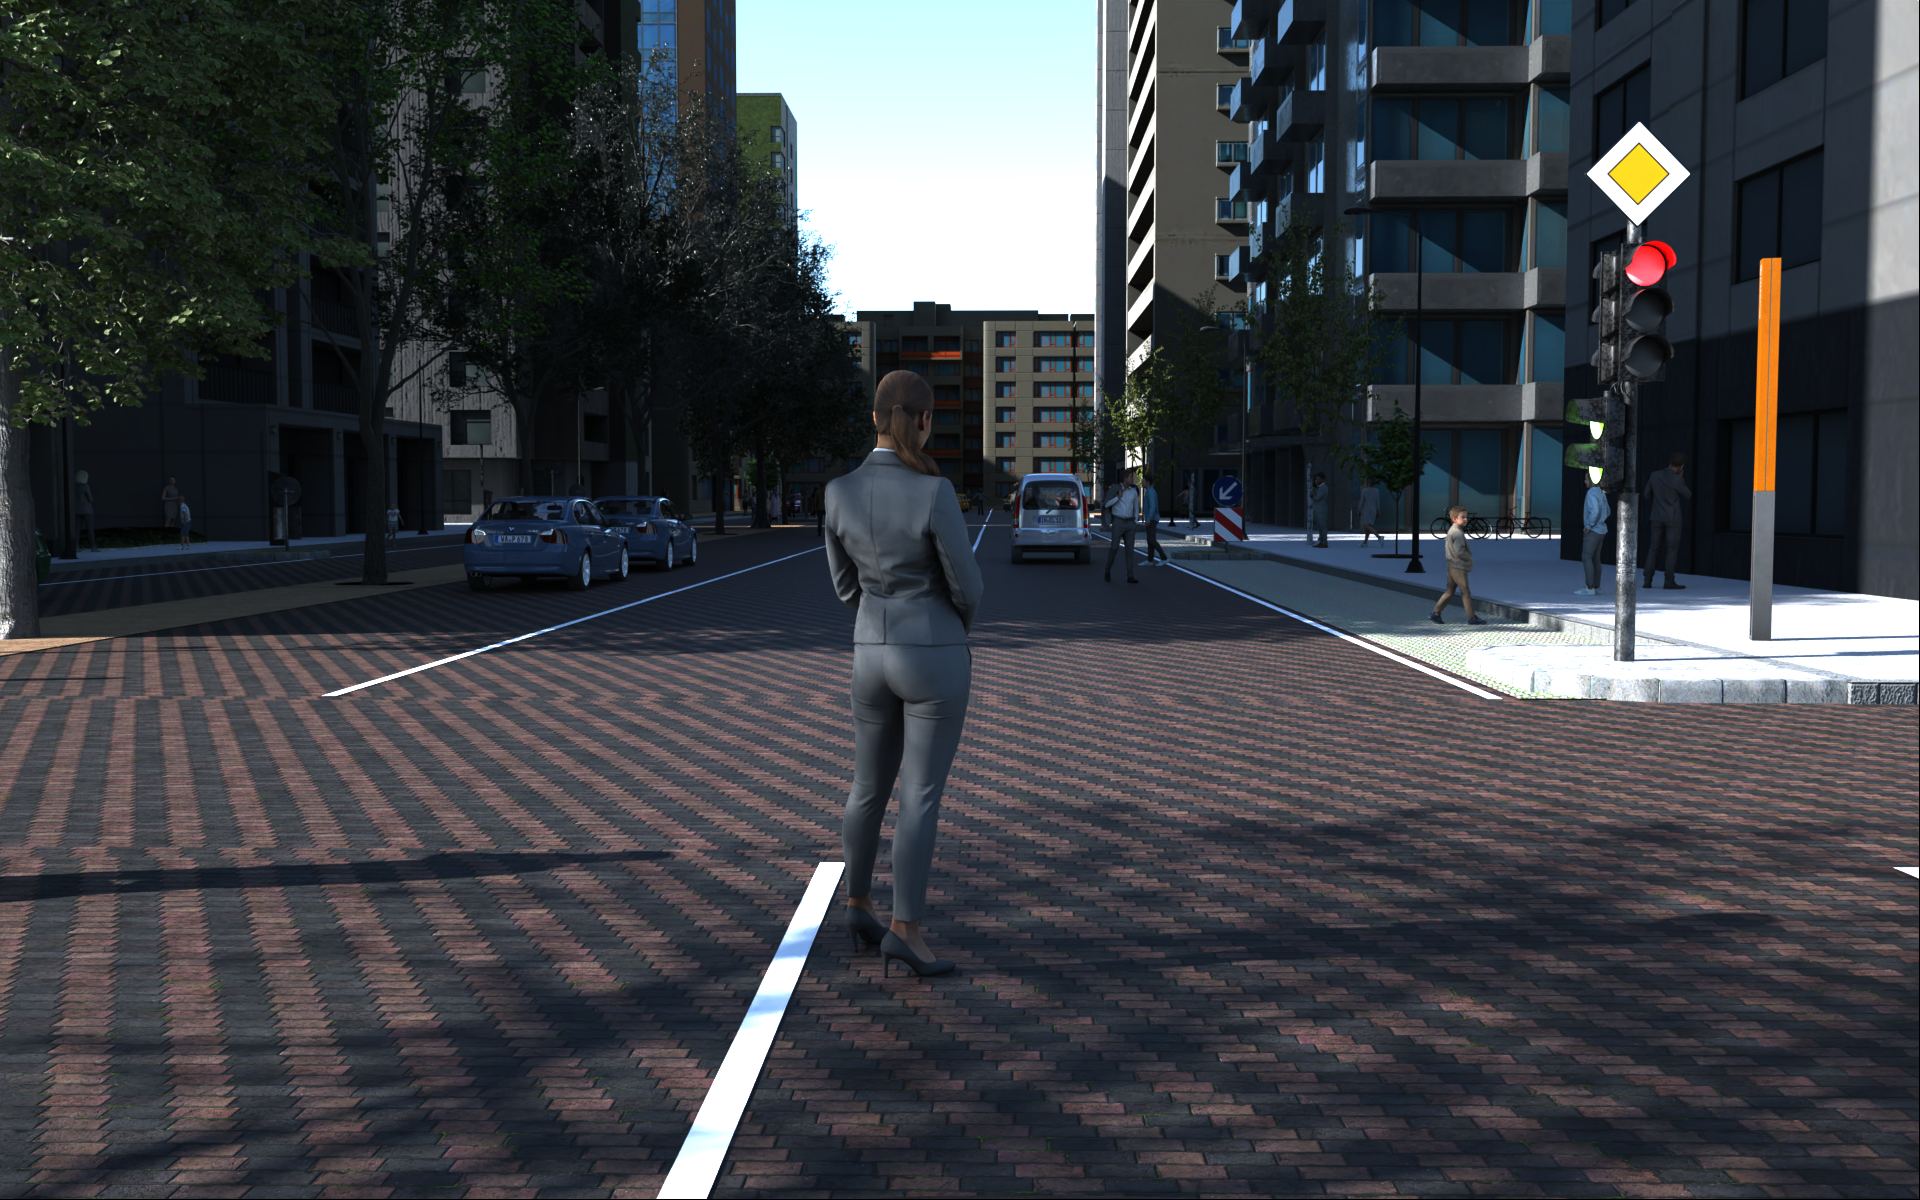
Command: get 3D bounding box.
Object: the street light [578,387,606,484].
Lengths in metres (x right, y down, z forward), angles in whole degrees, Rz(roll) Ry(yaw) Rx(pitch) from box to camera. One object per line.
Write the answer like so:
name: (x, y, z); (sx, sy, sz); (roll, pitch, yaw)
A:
street light: (-16.023, -6.294, 75.442); (1.470, 5.913, 1.316); (0, 4, 1)

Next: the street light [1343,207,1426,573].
street light: (6.900, -3.401, 28.156); (1.470, 5.913, 1.316); (0, 4, 1)

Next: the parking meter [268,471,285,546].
parking meter: (-16.942, -2.282, 43.027); (0.399, 1.863, 0.255); (0, 4, -4)

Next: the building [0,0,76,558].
building: (-29.149, -24.488, 24.085); (21.300, 48.544, 21.600); (0, 4, 1)

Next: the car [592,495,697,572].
car: (-6.202, -1.301, 33.282); (2.014, 1.417, 4.499); (0, 4, 1)

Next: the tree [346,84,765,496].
tree: (-9.157, -6.129, 37.085); (8.767, 10.594, 7.601); (0, 4, 1)

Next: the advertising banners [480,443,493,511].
advertising banners: (-16.641, -3.952, 60.810); (0.090, 3.025, 2.074); (0, 4, -5)

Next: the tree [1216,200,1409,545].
tree: (8.868, -5.685, 43.307); (4.737, 8.622, 4.395); (0, 3, 0)

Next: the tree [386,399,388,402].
tree: (-25.468, -7.395, 71.273); (4.360, 8.622, 3.978); (0, 3, 0)

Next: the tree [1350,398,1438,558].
tree: (8.699, -2.469, 34.965); (1.663, 3.219, 1.824); (0, 3, 0)

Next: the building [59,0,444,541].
building: (-28.704, -37.741, 55.319); (20.563, 71.187, 20.611); (0, 4, 1)

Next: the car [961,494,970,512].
car: (-0.169, -7.944, 140.104); (2.015, 1.641, 3.980); (0, 4, -1)

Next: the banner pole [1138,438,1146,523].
banner pole: (8.247, -5.358, 77.618); (0.401, 3.779, 0.863); (1, 4, 15)

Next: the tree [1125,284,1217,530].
tree: (8.174, -6.785, 61.290); (4.737, 8.622, 4.395); (0, 3, 0)

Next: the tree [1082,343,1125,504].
tree: (8.549, -8.081, 82.494); (4.737, 8.622, 4.395); (0, 3, 0)

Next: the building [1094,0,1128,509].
building: (22.088, -37.071, 148.114); (21.231, 58.520, 28.212); (0, 4, 1)

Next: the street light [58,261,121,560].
street light: (-17.018, -3.753, 33.908); (1.470, 5.913, 1.316); (0, 4, 1)

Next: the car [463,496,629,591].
car: (-6.391, -0.918, 27.005); (2.014, 1.417, 4.499); (0, 4, 1)

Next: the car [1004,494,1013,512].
car: (4.541, -8.017, 141.301); (2.015, 1.641, 3.980); (0, 4, 3)

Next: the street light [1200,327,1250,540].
street light: (7.372, -4.628, 48.205); (1.470, 5.913, 1.316); (0, 4, 1)

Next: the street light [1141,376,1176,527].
street light: (7.832, -5.854, 68.254); (1.470, 5.913, 1.316); (0, 4, 1)

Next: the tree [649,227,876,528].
tree: (-8.272, -9.320, 71.841); (9.611, 12.733, 9.660); (0, 3, 0)

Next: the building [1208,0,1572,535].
building: (22.691, -27.352, 66.811); (23.786, 49.044, 30.456); (0, 4, 1)

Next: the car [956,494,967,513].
car: (-0.454, -7.617, 134.766); (2.015, 1.641, 3.980); (0, 4, -1)

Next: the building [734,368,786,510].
building: (-31.508, -18.671, 150.304); (28.899, 21.520, 27.650); (0, 4, 1)

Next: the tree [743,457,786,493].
tree: (-15.343, -9.323, 136.139); (4.285, 4.588, 4.351); (0, 3, 0)

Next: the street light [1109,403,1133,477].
street light: (8.251, -7.080, 88.304); (1.470, 5.913, 1.316); (0, 4, 1)

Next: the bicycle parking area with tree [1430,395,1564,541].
bicycle parking area with tree: (18.093, -3.672, 47.045); (9.016, 4.147, 8.231); (0, 4, -6)

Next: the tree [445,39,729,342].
tree: (-8.679, -8.199, 46.874); (12.009, 13.543, 11.850); (0, 3, 0)

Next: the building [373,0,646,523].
building: (-23.362, -18.965, 81.781); (14.160, 30.474, 14.107); (0, 4, 1)

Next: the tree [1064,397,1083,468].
tree: (9.831, -10.988, 130.010); (4.737, 8.622, 4.395); (0, 3, 0)

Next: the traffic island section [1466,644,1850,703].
traffic island section: (5.131, 0.548, 13.322); (2.009, 0.180, 2.903); (0, 4, 1)

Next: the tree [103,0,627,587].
tree: (-9.073, -6.024, 26.700); (9.928, 11.665, 9.643); (0, 3, 0)

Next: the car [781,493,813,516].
car: (-10.669, -6.423, 114.064); (2.155, 1.783, 4.494); (0, 4, 2)

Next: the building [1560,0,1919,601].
building: (21.761, -35.674, 21.521); (20.611, 71.187, 20.563); (0, 4, 1)

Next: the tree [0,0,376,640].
tree: (-9.451, -5.910, 17.218); (7.486, 12.596, 7.792); (0, 3, 0)

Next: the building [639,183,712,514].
building: (-31.143, -15.826, 103.794); (27.650, 21.520, 28.899); (0, 4, 1)

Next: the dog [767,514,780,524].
dog: (-8.922, -3.888, 82.852); (0.406, 0.507, 0.540); (2, 4, 30)

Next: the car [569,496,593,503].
car: (-11.196, -2.227, 48.781); (2.083, 1.381, 4.827); (0, 3, 0)

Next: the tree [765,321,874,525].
tree: (-8.106, -8.790, 80.594); (8.767, 10.594, 7.601); (0, 4, 1)

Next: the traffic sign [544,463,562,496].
traffic sign: (-16.435, -4.272, 69.956); (0.768, 2.556, 0.104); (1, 4, 9)

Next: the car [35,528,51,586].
car: (-13.017, -0.565, 21.031); (2.131, 1.459, 4.920); (0, 4, 1)

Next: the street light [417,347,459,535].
street light: (-16.457, -5.019, 54.605); (1.470, 5.913, 1.316); (0, 4, 1)

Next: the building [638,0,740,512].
building: (-23.933, -29.010, 124.421); (14.600, 45.320, 14.200); (0, 4, 1)

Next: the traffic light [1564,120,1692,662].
traffic light: (5.091, -1.486, 13.209); (0.839, 4.253, 0.868); (0, 4, 1)
